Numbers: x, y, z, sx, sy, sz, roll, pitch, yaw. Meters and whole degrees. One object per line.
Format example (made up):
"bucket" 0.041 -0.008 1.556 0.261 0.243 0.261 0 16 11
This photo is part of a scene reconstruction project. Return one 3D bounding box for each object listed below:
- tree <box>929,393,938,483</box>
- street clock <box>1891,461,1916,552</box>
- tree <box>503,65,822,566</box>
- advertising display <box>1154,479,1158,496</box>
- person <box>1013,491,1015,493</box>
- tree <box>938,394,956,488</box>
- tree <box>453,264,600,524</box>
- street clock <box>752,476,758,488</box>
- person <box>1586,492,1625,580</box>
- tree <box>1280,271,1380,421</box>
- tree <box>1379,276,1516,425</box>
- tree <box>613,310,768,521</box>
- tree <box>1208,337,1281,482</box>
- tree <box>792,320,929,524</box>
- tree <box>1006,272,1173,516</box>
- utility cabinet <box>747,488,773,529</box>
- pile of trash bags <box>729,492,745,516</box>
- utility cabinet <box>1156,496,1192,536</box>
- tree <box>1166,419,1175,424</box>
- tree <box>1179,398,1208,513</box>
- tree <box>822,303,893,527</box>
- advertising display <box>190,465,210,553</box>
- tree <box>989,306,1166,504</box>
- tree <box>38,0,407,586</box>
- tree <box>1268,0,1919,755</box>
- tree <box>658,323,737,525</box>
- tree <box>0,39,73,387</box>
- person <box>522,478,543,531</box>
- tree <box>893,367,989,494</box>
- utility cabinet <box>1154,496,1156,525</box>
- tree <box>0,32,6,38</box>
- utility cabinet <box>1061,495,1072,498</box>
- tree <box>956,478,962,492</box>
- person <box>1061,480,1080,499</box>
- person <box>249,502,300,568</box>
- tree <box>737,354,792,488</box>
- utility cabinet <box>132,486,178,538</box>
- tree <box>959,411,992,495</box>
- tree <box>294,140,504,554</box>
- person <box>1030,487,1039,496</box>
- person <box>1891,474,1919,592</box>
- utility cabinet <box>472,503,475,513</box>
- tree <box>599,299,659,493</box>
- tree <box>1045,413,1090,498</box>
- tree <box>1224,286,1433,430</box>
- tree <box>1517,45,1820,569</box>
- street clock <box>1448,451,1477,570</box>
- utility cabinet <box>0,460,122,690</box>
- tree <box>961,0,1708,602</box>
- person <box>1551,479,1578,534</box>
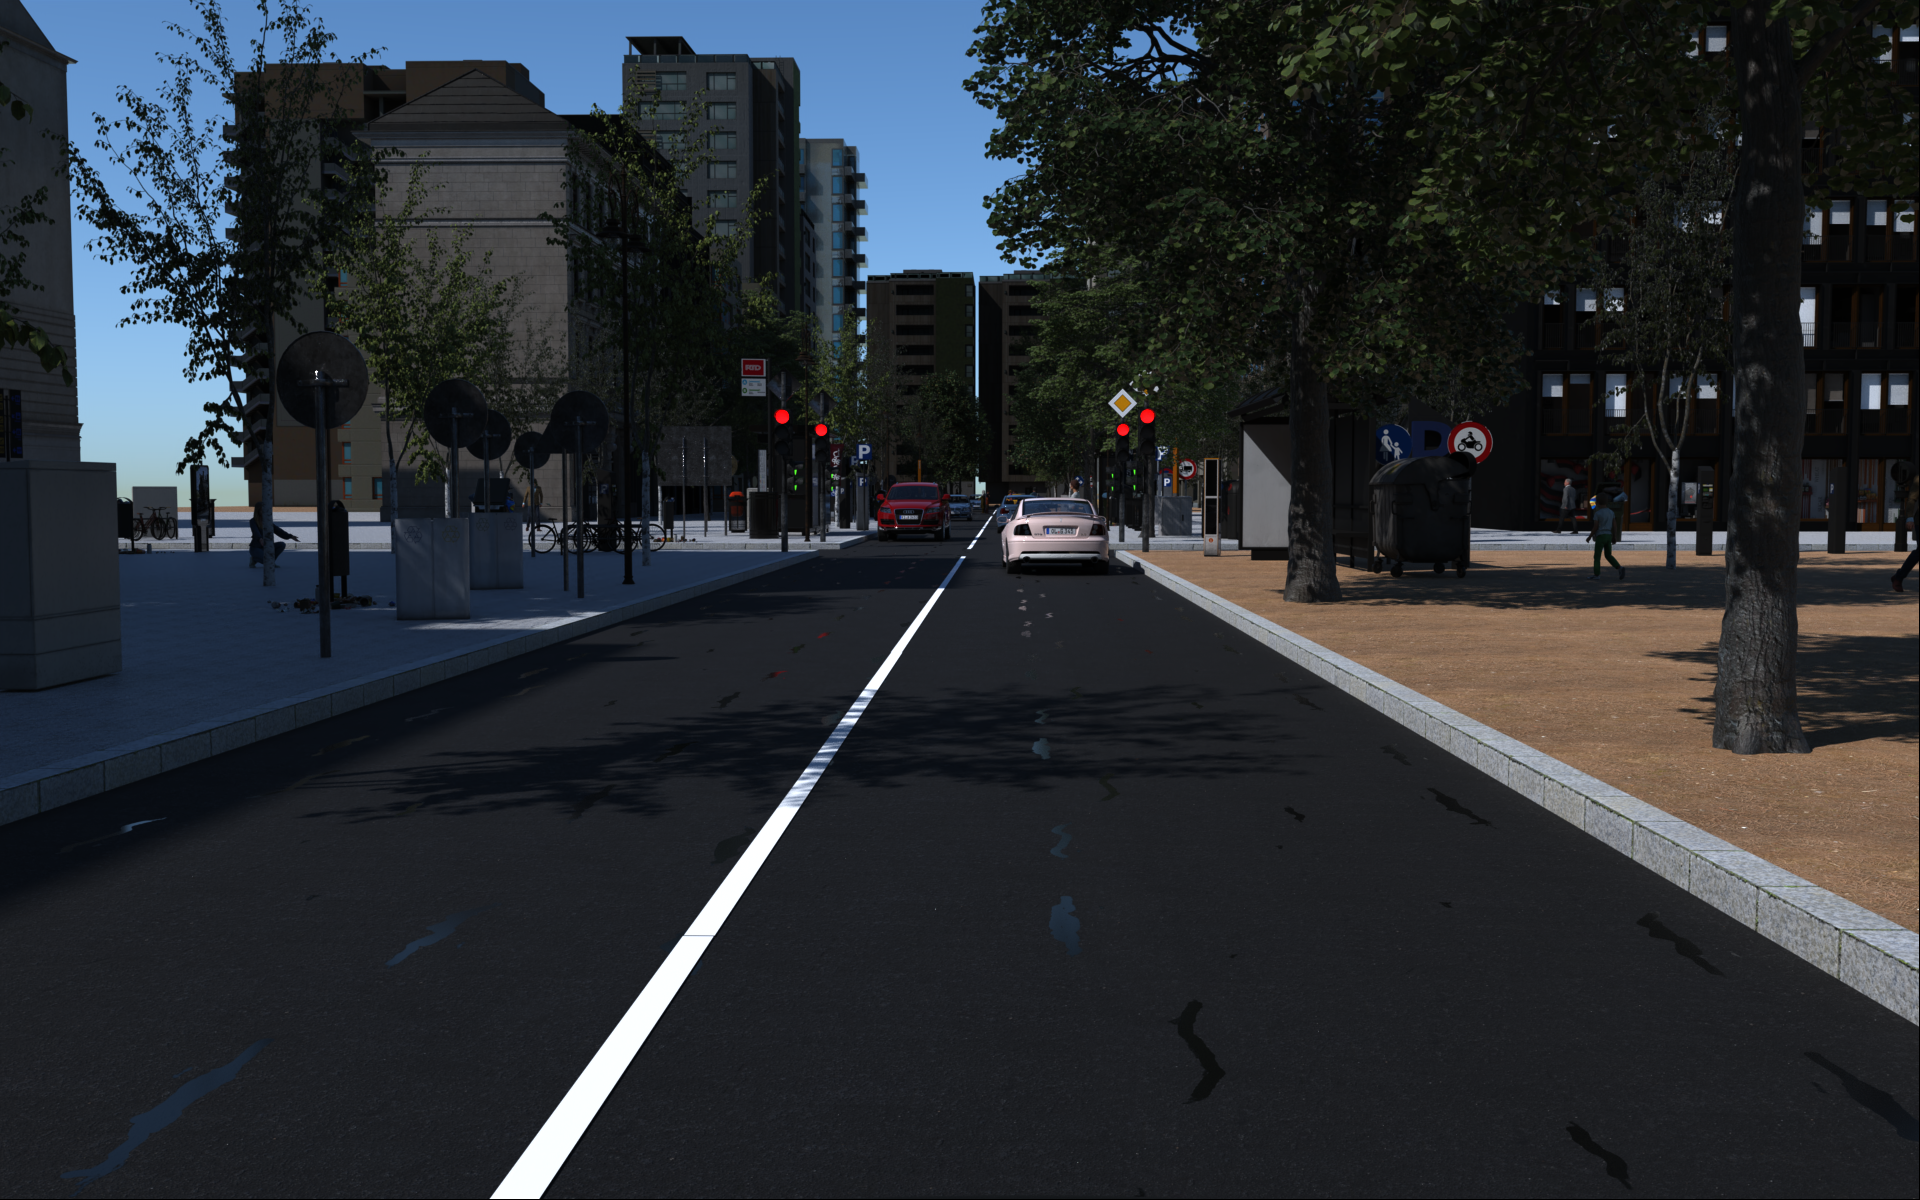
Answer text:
"tree" -4.176 -8.393 87.586 4.360 8.622 3.978 0 3 0
"street clock" 20.911 -2.071 38.435 0.358 2.002 0.471 -2 4 -23
"tree" -5.413 -4.926 30.898 4.737 8.622 4.395 0 3 0
"advertising display" 8.660 -4.357 76.449 0.123 1.923 0.974 1 4 10
"person" 6.181 -11.591 198.548 0.617 1.759 0.750 0 4 4
"tree" -2.485 -10.333 119.304 4.360 8.622 3.978 0 3 0
"tree" -14.691 -6.481 56.332 4.360 8.622 3.978 0 3 0
"street clock" -8.123 -3.960 69.317 0.358 2.002 0.471 -3 4 -36
"person" 9.624 -0.948 25.795 0.306 1.304 0.590 -3 4 -38
"tree" 12.961 -6.469 56.134 4.360 8.622 3.978 0 3 0
"tree" 14.658 -6.172 51.269 4.360 8.622 3.978 0 3 0
"tree" -12.347 -9.044 82.281 7.601 10.594 8.767 1 4 15
"tree" 12.172 -6.925 63.587 4.360 8.622 3.978 0 3 0
"tree" -4.135 -7.501 72.997 4.360 8.622 3.978 0 3 0
"tree" 5.307 -8.371 71.284 7.601 10.594 8.767 1 4 9
"utility cabinet" -7.087 -3.294 62.536 1.173 1.500 0.318 0 4 7
"pile of trash bags" -6.938 -3.368 64.813 3.447 1.369 1.912 -1 4 -12
"utility cabinet" 6.650 -2.588 53.482 1.020 1.237 0.306 -1 4 -18
"tree" 15.884 -10.060 114.842 4.360 8.622 3.978 0 3 0
"tree" 13.322 -8.309 86.208 4.360 8.622 3.978 0 3 0
"tree" -4.756 -7.169 67.582 4.737 8.622 4.395 0 3 0
"advertising display" -16.834 -2.029 38.391 0.123 1.923 0.974 0 4 -8
"tree" 7.328 -11.241 100.802 9.611 12.733 9.660 0 3 0
"tree" -9.889 -4.499 23.927 4.360 8.622 3.978 0 3 0
"tree" 3.701 -5.537 8.653 7.486 12.596 7.792 0 3 0
"tree" -12.172 -7.376 70.957 4.360 8.622 3.978 0 3 0
"tree" -15.976 -4.632 26.089 4.737 8.622 4.395 0 3 0
"person" -14.770 -3.296 59.839 0.656 1.842 0.836 -3 5 -45
"tree" -1.421 -14.638 156.344 9.611 12.733 9.660 0 3 0
"utility cabinet" 8.318 -3.721 72.000 1.020 1.237 0.306 0 4 5
"tree" -13.761 -6.053 15.976 9.611 12.733 9.660 0 3 0
"utility cabinet" 7.303 -6.445 116.541 1.020 1.237 0.306 1 4 16
"tree" -0.824 -14.445 186.530 4.360 8.622 3.978 0 3 0
"person" 2.482 -1.818 38.790 0.524 1.755 0.480 1 4 16
"person" -12.015 -1.143 30.231 0.738 1.151 1.012 2 4 30
"tree" -10.737 -8.538 89.954 4.360 8.622 3.978 0 3 0
"utility cabinet" -23.471 -2.558 50.501 1.173 1.500 0.318 -2 4 -30
"tree" 0.121 -16.518 195.826 9.928 11.665 9.643 0 3 0
"tree" -11.910 -5.298 36.979 4.737 8.622 4.395 0 3 0
"person" 3.740 -4.811 87.506 0.623 1.781 0.721 -2 4 -25
"person" 12.554 -1.011 22.490 0.836 1.842 0.656 3 5 44
"utility cabinet" -13.050 -2.233 47.675 1.020 1.237 0.306 3 5 42
"tree" -13.722 -6.977 64.439 4.360 8.622 3.978 0 3 0
"tree" 7.245 -10.097 115.454 4.360 8.622 3.978 0 3 0
"tree" 15.150 -8.381 71.437 8.767 10.594 7.601 0 4 6
"tree" 12.281 -4.842 29.534 4.360 8.622 3.978 0 3 0
"street clock" 8.483 -1.517 29.371 0.358 2.002 0.471 -3 5 -42
"utility cabinet" -6.126 -0.186 11.719 0.318 1.500 1.173 0 4 -1
"tree" 4.237 -6.952 20.322 9.857 13.997 8.962 0 3 0
"person" 19.556 -3.025 55.893 0.834 1.777 0.661 3 5 42
